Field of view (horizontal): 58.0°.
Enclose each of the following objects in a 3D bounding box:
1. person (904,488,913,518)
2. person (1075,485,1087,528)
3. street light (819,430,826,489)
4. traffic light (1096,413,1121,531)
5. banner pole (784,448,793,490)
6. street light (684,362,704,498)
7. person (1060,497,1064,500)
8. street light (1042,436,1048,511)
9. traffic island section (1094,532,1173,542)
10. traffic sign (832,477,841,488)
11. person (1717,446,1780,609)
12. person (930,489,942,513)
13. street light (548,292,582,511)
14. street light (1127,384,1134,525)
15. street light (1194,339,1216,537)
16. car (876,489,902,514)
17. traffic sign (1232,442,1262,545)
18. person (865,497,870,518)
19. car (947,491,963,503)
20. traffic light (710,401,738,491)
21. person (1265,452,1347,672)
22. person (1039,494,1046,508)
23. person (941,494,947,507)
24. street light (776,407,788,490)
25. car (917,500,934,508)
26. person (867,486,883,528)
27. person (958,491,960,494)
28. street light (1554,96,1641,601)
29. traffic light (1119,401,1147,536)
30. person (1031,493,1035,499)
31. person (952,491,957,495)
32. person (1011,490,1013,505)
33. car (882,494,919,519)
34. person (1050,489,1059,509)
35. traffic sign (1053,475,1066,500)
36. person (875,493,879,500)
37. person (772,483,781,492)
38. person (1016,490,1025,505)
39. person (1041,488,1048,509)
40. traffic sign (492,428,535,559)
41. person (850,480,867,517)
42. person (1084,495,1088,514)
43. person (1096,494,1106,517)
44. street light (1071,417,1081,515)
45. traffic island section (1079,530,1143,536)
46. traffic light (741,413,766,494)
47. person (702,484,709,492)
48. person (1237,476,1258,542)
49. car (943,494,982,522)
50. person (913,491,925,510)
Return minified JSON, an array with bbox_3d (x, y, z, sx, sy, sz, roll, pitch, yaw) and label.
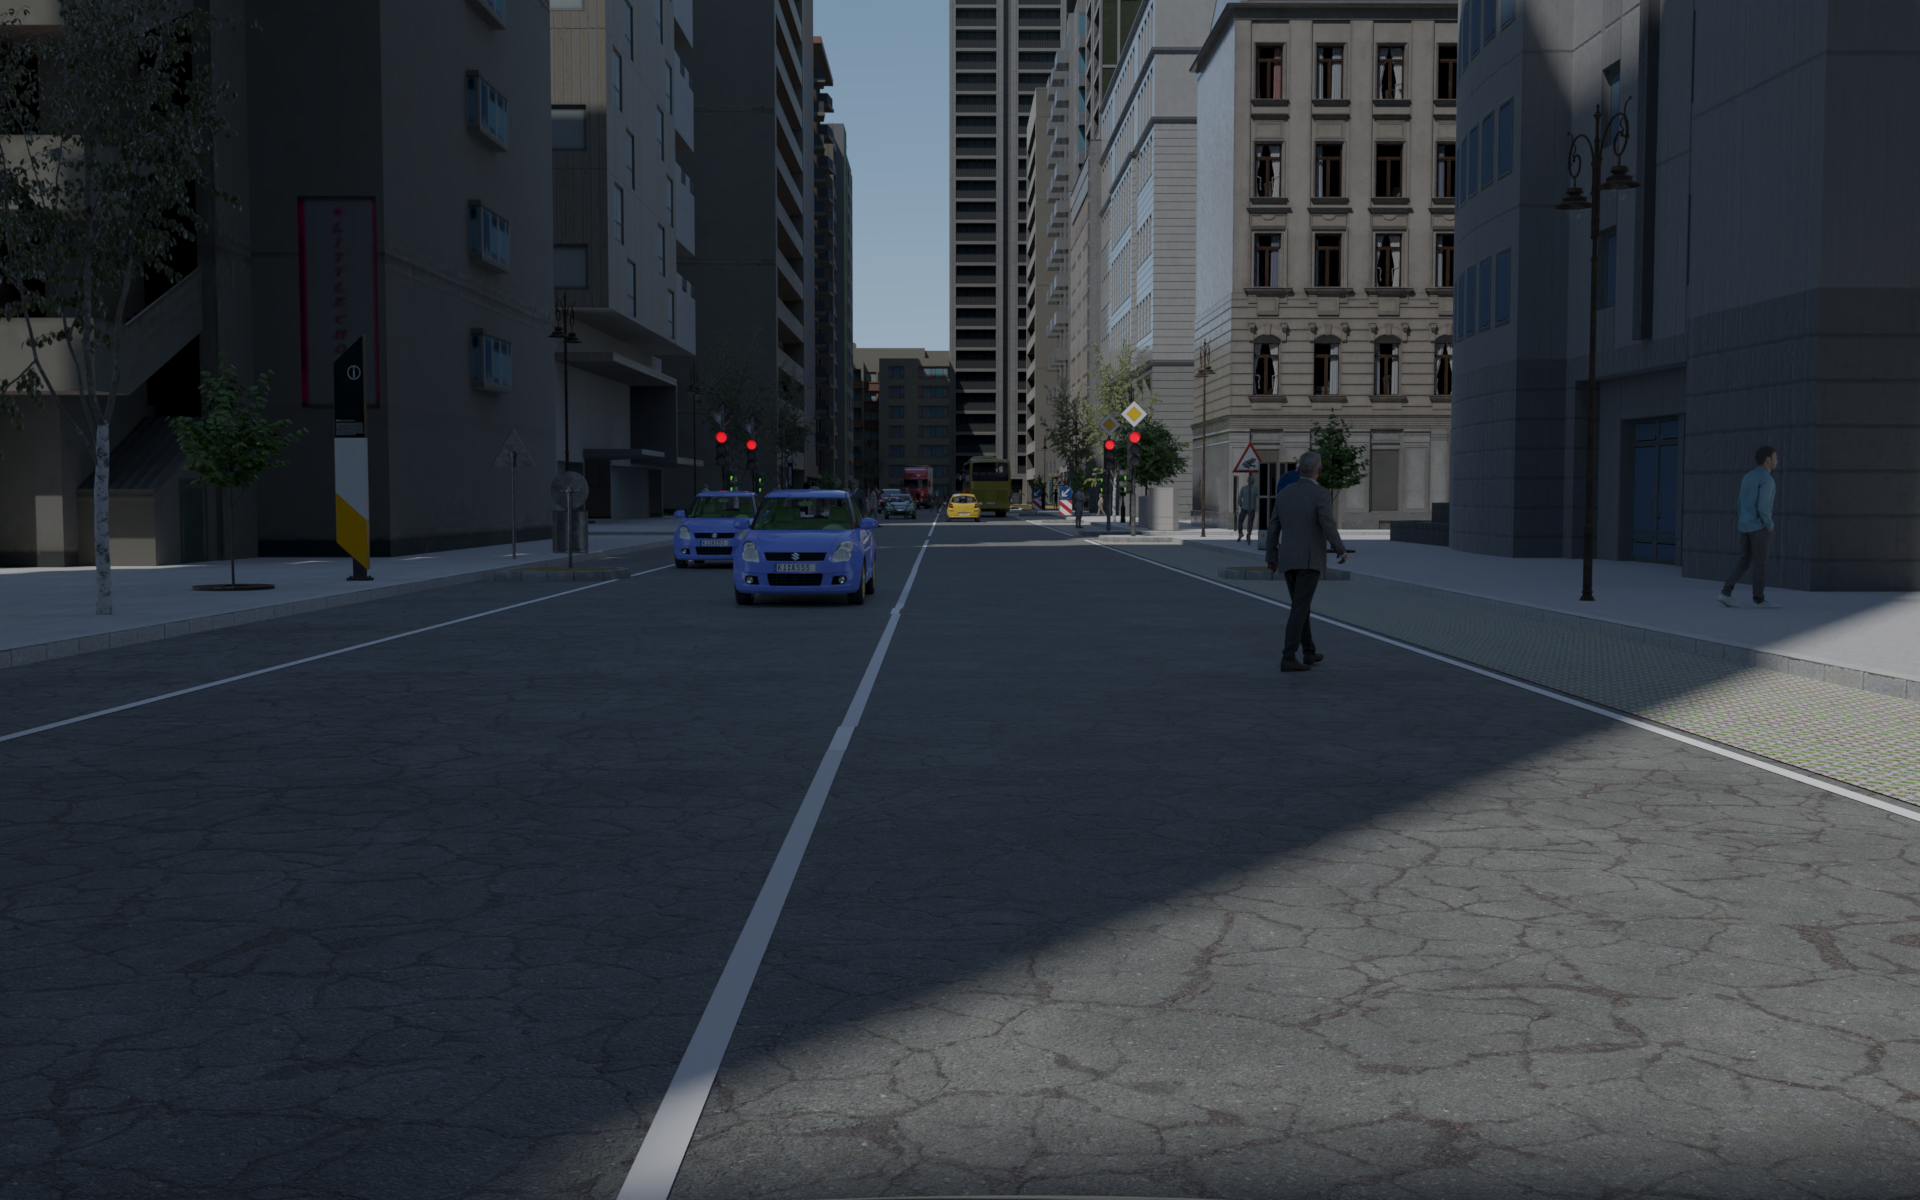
[{"bbox_3d":[-3.091,-5.818,103.794,0.590,1.801,0.661,-1,4,-14],"label":"person"},{"bbox_3d":[5.022,-3.862,71.819,0.466,1.800,0.511,2,4,23],"label":"person"},{"bbox_3d":[-9.669,-9.143,122.273,0.468,5.910,1.993,0,4,0],"label":"street light"},{"bbox_3d":[5.170,-4.368,60.335,0.839,4.253,0.868,0,4,0],"label":"traffic light"},{"bbox_3d":[-9.368,-6.386,94.430,0.863,3.779,0.401,3,5,42],"label":"banner pole"},{"bbox_3d":[-9.260,-5.362,60.456,0.468,5.910,1.993,0,4,0],"label":"street light"},{"bbox_3d":[7.774,-7.586,131.887,0.330,1.601,0.589,-2,4,-31],"label":"person"},{"bbox_3d":[6.617,-9.927,135.100,0.468,5.910,1.993,0,4,0],"label":"street light"},{"bbox_3d":[5.270,-1.846,52.465,2.009,0.180,2.903,0,4,0],"label":"traffic island section"},{"bbox_3d":[-9.432,-8.073,132.092,0.768,2.556,0.104,0,4,2],"label":"traffic sign"},{"bbox_3d":[8.893,-0.821,19.493,0.620,1.820,0.660,0,4,-7],"label":"person"},{"bbox_3d":[-1.844,-7.559,132.057,0.822,1.834,0.622,2,4,35],"label":"person"},{"bbox_3d":[-9.028,-4.095,39.744,0.468,5.910,1.993,0,4,0],"label":"street light"},{"bbox_3d":[7.182,-6.112,72.712,0.468,5.910,1.993,0,4,0],"label":"street light"},{"bbox_3d":[7.274,-4.821,51.603,0.468,5.910,1.993,0,4,0],"label":"street light"},{"bbox_3d":[-5.147,-7.355,128.925,2.281,1.827,5.304,0,4,-2],"label":"car"},{"bbox_3d":[7.231,-2.644,43.234,0.884,2.594,0.081,0,4,4],"label":"traffic sign"},{"bbox_3d":[-4.412,-4.290,82.917,0.475,1.303,0.640,0,4,-4],"label":"person"},{"bbox_3d":[-0.239,-11.071,189.679,2.281,1.827,5.304,0,4,-2],"label":"car"},{"bbox_3d":[-7.131,-3.873,52.243,0.839,4.253,0.868,0,4,0],"label":"traffic light"},{"bbox_3d":[2.873,-0.326,14.233,0.661,1.777,0.834,3,5,42],"label":"person"},{"bbox_3d":[7.387,-9.050,154.151,0.705,1.807,1.348,-1,4,-22],"label":"person"},{"bbox_3d":[-1.644,-11.085,192.962,0.991,1.433,0.599,1,4,19],"label":"person"},{"bbox_3d":[-9.399,-7.260,91.491,0.468,5.910,1.993,0,4,0],"label":"street light"},{"bbox_3d":[-3.632,-10.481,183.168,2.131,1.459,4.920,0,3,0],"label":"car"},{"bbox_3d":[-3.675,-3.939,73.180,0.850,1.792,0.678,-1,4,-8],"label":"person"},{"bbox_3d":[-0.073,-8.726,152.102,0.756,1.711,0.436,3,4,36],"label":"person"},{"bbox_3d":[7.555,-2.930,20.685,0.468,5.910,1.993,0,4,0],"label":"street light"},{"bbox_3d":[5.230,-3.879,52.350,0.839,4.253,0.868,0,4,0],"label":"traffic light"},{"bbox_3d":[7.093,-9.771,166.517,0.721,1.735,1.217,1,4,21],"label":"person"},{"bbox_3d":[-0.460,-9.155,158.859,0.551,1.740,0.621,1,4,11],"label":"person"},{"bbox_3d":[6.095,-12.202,205.564,0.705,1.821,1.348,-1,4,-10],"label":"person"},{"bbox_3d":[-3.465,-5.414,100.314,2.131,1.459,4.920,0,4,-2],"label":"car"},{"bbox_3d":[8.122,-8.517,146.114,1.217,1.723,0.721,2,4,35],"label":"person"},{"bbox_3d":[6.706,-7.124,116.476,0.884,2.594,0.081,0,4,1],"label":"traffic sign"},{"bbox_3d":[-6.744,-7.980,139.114,1.348,1.807,0.705,1,4,19],"label":"person"},{"bbox_3d":[-9.165,-4.975,87.242,0.638,1.841,0.748,1,4,10],"label":"person"},{"bbox_3d":[7.222,-12.325,207.585,1.348,1.821,0.705,1,4,21],"label":"person"},{"bbox_3d":[6.923,-8.483,144.757,1.348,1.821,0.705,-3,5,-40],"label":"person"},{"bbox_3d":[-8.798,-2.086,34.110,0.884,2.594,0.081,0,4,7],"label":"traffic sign"},{"bbox_3d":[-2.711,-2.171,44.167,0.661,1.801,0.590,3,4,39],"label":"person"},{"bbox_3d":[8.166,-6.238,112.698,0.362,1.253,0.373,0,4,-2],"label":"person"},{"bbox_3d":[7.997,-5.378,98.238,0.640,1.303,0.475,-1,4,-18],"label":"person"},{"bbox_3d":[6.960,-8.017,103.870,0.468,5.910,1.993,0,4,0],"label":"street light"},{"bbox_3d":[5.211,-2.334,60.449,2.009,0.180,2.903,0,4,0],"label":"traffic island section"},{"bbox_3d":[-7.190,-4.361,60.228,0.839,4.253,0.868,0,4,0],"label":"traffic light"},{"bbox_3d":[-12.539,-4.832,85.273,0.478,1.798,0.641,3,5,39],"label":"person"},{"bbox_3d":[7.839,-2.443,46.475,0.782,1.767,0.515,1,4,12],"label":"person"},{"bbox_3d":[0.156,-4.814,88.933,2.015,1.641,3.980,0,4,-1],"label":"car"},{"bbox_3d":[-3.807,-9.166,158.883,1.217,1.766,0.721,2,4,29],"label":"person"}]
